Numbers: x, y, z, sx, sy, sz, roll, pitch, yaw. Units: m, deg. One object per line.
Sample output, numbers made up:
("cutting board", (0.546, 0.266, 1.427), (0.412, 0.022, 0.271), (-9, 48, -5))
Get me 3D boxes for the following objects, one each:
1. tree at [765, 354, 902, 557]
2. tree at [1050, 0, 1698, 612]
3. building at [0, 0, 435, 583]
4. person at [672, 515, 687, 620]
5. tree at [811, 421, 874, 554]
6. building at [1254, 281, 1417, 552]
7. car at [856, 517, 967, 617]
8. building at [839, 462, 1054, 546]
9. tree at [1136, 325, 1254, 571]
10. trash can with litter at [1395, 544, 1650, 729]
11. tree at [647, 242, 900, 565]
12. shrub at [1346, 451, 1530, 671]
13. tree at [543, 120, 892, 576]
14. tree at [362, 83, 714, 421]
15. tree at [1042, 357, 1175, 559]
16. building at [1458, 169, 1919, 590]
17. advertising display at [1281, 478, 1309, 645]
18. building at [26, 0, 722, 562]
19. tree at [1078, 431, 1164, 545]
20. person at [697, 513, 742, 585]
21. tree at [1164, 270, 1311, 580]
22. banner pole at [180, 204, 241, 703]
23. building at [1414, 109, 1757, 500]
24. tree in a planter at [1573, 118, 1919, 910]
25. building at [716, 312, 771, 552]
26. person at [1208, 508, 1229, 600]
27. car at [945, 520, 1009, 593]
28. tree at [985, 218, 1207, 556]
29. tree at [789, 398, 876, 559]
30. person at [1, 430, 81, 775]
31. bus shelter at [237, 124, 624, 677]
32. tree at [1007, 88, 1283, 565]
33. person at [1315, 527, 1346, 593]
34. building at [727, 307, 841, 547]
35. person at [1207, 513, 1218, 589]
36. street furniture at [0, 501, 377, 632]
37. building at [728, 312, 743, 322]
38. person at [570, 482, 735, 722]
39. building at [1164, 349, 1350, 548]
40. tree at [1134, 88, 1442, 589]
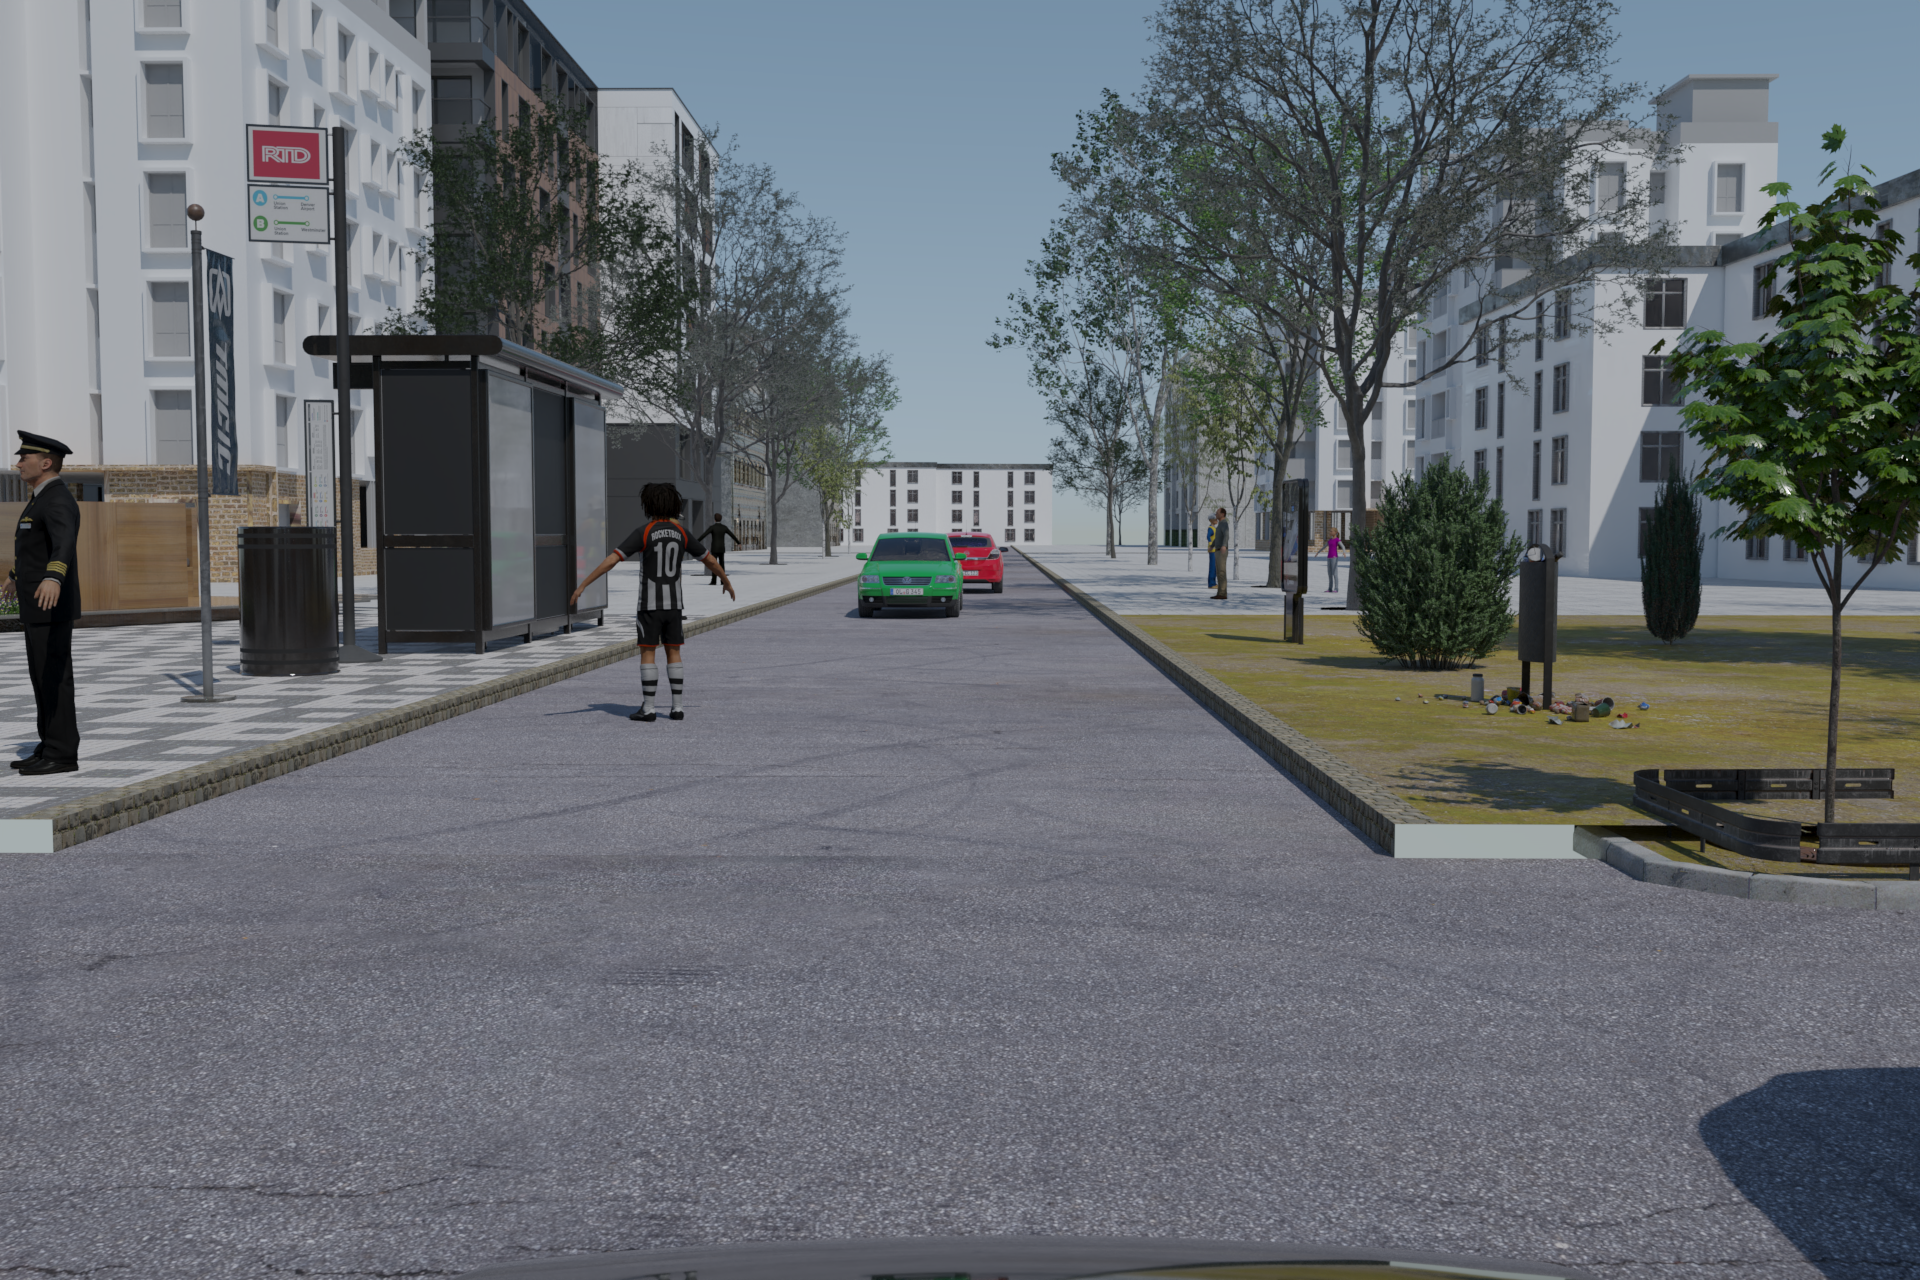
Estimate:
("tree", (-7.328, -10.498, 97.405), (9.928, 11.665, 9.643), (0, 3, 0))
("tree", (6.635, -7.228, 28.552), (12.009, 13.543, 11.850), (0, 3, 0))
("building", (-23.460, -11.666, 47.153), (16.016, 20.090, 11.380), (0, 4, 2))
("person", (-4.286, -1.226, 25.809), (0.705, 1.858, 1.354), (-3, 5, -43))
("tree", (-6.906, -9.836, 111.179), (4.360, 8.622, 3.978), (0, 3, 0))
("building", (28.231, -17.011, 134.544), (16.016, 20.090, 11.380), (0, 4, 2))
("car", (-0.852, -1.368, 31.169), (1.959, 1.807, 4.718), (0, 4, 1))
("building", (-3.086, -15.783, 202.653), (28.070, 9.664, 9.099), (0, 4, -5))
("tree", (7.921, -6.674, 59.478), (4.360, 8.622, 3.978), (0, 3, 0))
("trash can with litter", (4.173, -0.085, 12.453), (1.678, 1.210, 2.233), (0, 4, 1))
("tree", (-7.654, -9.886, 72.005), (12.009, 13.543, 11.850), (0, 3, 0))
("shrub", (4.544, -0.762, 16.508), (1.661, 2.075, 1.752), (0, 3, 0))
("tree", (-7.707, -8.688, 52.423), (12.009, 13.543, 11.850), (0, 3, 0))
("tree", (-8.494, -6.161, 35.139), (8.767, 10.594, 7.601), (2, 4, 29))
("tree", (7.710, -9.547, 90.510), (7.601, 10.594, 8.767), (1, 4, 9))
("building", (22.924, -6.636, 50.652), (9.099, 9.664, 28.070), (0, 4, 1))
("advertising display", (3.951, -0.933, 20.466), (0.123, 1.923, 0.974), (0, 4, -1))
("building", (-27.085, -14.294, 77.687), (27.936, 21.610, 32.646), (0, 4, 1))
("tree", (18.338, -17.687, 199.558), (12.009, 13.543, 11.850), (0, 3, 0))
("person", (-6.076, -2.276, 43.391), (1.347, 1.806, 0.705), (-2, 4, -29))
("tree", (7.682, -5.966, 47.899), (4.737, 8.622, 4.395), (0, 3, 0))
("banner pole", (-5.791, -1.434, 13.471), (0.401, 3.779, 0.863), (0, 4, 1))
("building", (27.519, -13.898, 83.648), (16.016, 20.090, 11.380), (0, 4, 2))
("tree in a planter", (3.816, -0.628, 7.498), (1.991, 3.239, 1.994), (0, 4, 1))
("building", (-25.495, -18.547, 134.165), (19.493, 23.208, 18.063), (0, 4, 1))
("person", (5.102, -1.696, 34.002), (0.705, 1.796, 1.348), (0, 4, -3))
("car", (0.152, -2.094, 43.270), (2.155, 1.783, 4.494), (0, 4, 0))
("tree", (8.179, -15.183, 104.130), (12.611, 20.169, 13.585), (0, 3, 0))
("tree", (-6.756, -8.430, 88.196), (4.737, 8.622, 4.395), (0, 3, 0))
("person", (-4.959, -0.209, 9.358), (0.705, 1.837, 1.347), (-3, 4, -36))
("bus shelter", (-5.843, -2.575, 19.734), (2.179, 5.291, 8.768), (0, 4, 1))
("tree", (8.167, -13.261, 72.702), (12.611, 20.169, 13.585), (0, 3, 0))
("person", (8.093, -1.745, 37.798), (0.599, 1.433, 0.991), (-2, 4, -28))
("building", (-22.343, -21.188, 177.358), (19.493, 23.208, 18.063), (0, 4, 1))
("person", (6.018, -2.086, 40.578), (0.721, 1.772, 1.216), (2, 4, 23))
("street furniture", (-15.073, -1.200, 26.478), (9.812, 1.723, 11.010), (2, 4, 27))
("building", (-23.758, -17.890, 148.920), (16.016, 20.090, 11.380), (0, 4, 0))
("person", (-2.313, -0.288, 13.305), (1.345, 1.843, 0.704), (-2, 4, -32))
("building", (30.525, -18.828, 174.303), (16.747, 18.905, 31.486), (0, 4, 1))
("tree", (7.673, -7.042, 40.886), (9.928, 11.665, 9.643), (0, 3, 0))
